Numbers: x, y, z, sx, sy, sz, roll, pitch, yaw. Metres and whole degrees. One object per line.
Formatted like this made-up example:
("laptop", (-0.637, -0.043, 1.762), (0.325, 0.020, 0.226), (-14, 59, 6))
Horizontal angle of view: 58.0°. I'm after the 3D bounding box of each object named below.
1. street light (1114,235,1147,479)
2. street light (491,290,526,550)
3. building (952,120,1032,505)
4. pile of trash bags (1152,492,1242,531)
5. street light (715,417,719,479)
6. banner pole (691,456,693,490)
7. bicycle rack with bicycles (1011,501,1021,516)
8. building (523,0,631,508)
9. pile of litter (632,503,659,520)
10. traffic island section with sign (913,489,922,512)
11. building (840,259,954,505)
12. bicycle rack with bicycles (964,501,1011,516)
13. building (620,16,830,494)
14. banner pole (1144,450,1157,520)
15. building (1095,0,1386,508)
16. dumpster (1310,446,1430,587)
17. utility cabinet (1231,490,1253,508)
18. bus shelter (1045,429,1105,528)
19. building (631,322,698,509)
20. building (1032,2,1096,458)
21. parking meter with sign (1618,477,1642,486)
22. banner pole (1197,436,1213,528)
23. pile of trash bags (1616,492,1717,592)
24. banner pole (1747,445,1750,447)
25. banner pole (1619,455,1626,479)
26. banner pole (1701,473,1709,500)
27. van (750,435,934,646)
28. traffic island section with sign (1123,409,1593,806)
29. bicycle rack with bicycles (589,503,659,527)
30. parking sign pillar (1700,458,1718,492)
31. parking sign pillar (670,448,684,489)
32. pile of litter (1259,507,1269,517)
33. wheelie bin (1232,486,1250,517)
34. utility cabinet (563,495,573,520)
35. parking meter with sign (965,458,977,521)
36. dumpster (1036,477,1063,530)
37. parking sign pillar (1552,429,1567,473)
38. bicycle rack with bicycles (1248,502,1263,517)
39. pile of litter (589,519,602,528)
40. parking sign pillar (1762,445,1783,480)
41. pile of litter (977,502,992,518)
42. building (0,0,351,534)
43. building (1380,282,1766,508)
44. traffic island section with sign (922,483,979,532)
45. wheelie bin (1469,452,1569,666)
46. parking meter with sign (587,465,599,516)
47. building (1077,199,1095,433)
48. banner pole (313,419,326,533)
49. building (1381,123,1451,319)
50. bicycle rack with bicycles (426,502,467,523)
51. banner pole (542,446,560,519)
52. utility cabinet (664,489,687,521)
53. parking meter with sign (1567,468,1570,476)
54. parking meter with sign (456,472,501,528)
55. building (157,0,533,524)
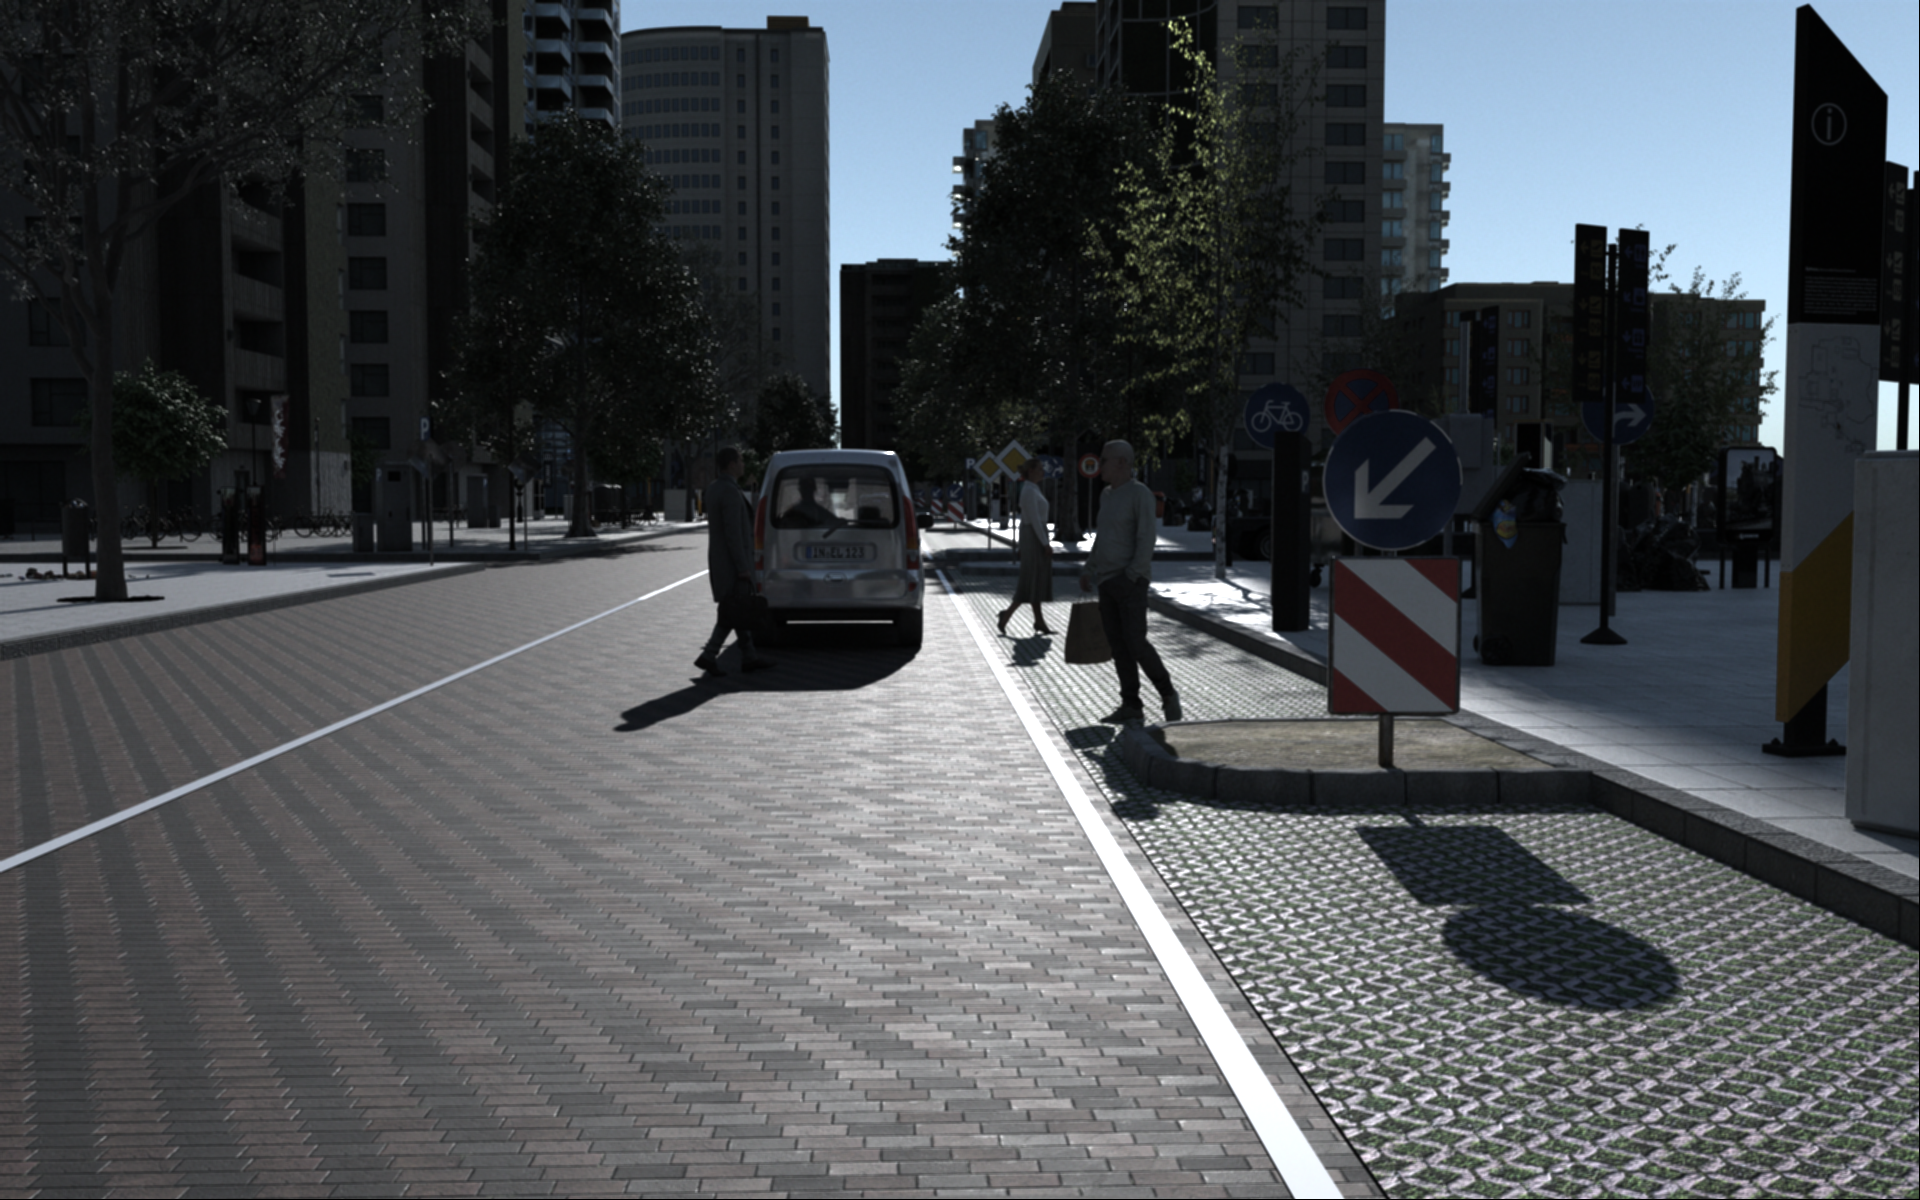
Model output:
("street light", (3.040, -3.561, 31.002), (0.468, 5.910, 1.993), (0, 4, -2))
("street light", (-10.226, -4.074, 39.393), (0.468, 5.910, 1.993), (0, 4, -2))
("building", (14.187, -36.761, 220.647), (30.456, 49.044, 23.786), (0, 4, -2))
("pile of trash bags", (8.222, -3.087, 60.229), (3.447, 1.369, 1.912), (1, 4, 19))
("street light", (-12.156, -6.949, 86.407), (0.468, 5.910, 1.993), (0, 4, -2))
("banner pole", (-17.330, -7.537, 113.243), (0.863, 3.779, 0.401), (-3, 4, -36))
("bicycle rack with bicycles", (5.076, -5.906, 109.937), (2.852, 0.926, 2.925), (1, 4, 14))
("building", (-36.130, -49.803, 126.958), (22.319, 86.520, 31.000), (0, 4, -2))
("pile of litter", (-15.402, -4.336, 84.852), (1.176, 0.858, 1.719), (-2, 4, -30))
("traffic island section with sign", (-1.378, -5.123, 92.384), (1.989, 1.847, 2.006), (0, 4, -2))
("building", (-7.892, -27.152, 215.628), (14.107, 30.474, 14.160), (0, 4, -2))
("bicycle rack with bicycles", (1.191, -5.605, 105.022), (2.925, 0.926, 2.852), (-1, 4, -10))
("building", (-30.504, -41.305, 217.329), (28.212, 58.520, 21.231), (0, 4, -2))
("banner pole", (9.344, -5.860, 85.836), (0.863, 3.779, 0.401), (1, 4, 22))
("building", (19.590, -42.474, 132.699), (20.563, 71.187, 20.611), (0, 4, -2))
("dumpster", (5.399, -1.253, 22.973), (1.502, 2.255, 1.985), (0, 4, -2))
("utility cabinet", (15.487, -5.296, 95.270), (1.173, 1.500, 0.318), (1, 4, 15))
("bus shelter", (4.361, -4.557, 65.788), (1.731, 3.624, 6.357), (0, 4, -2))
("building", (-40.946, -19.547, 164.635), (28.899, 21.520, 27.650), (0, 4, -2))
("building", (18.506, -33.350, 168.971), (21.300, 48.544, 21.600), (0, 4, -2))
("parking meter with sign", (33.858, -5.629, 88.300), (1.738, 3.016, 0.543), (2, 4, 29))
("banner pole", (9.247, -4.606, 65.320), (0.401, 3.779, 0.863), (-3, 5, -41))
("pile of trash bags", (9.149, -0.891, 24.319), (1.912, 1.369, 3.447), (0, 4, 6))
("banner pole", (40.616, -6.040, 88.767), (0.863, 3.779, 0.401), (0, 4, 3))
("banner pole", (37.385, -6.613, 98.146), (0.401, 3.779, 0.863), (-2, 4, -28))
("banner pole", (32.980, -5.302, 76.703), (0.863, 3.779, 0.401), (-3, 4, -38))
("van", (-1.247, -0.654, 17.701), (2.013, 2.044, 4.112), (0, 4, -3))
("traffic island section with sign", (1.886, -0.015, 8.867), (1.989, 1.847, 2.006), (0, 4, -2))
("bicycle rack with bicycles", (-13.510, -3.448, 69.756), (2.925, 0.926, 2.852), (-2, 4, -35))
("parking sign pillar", (42.884, -6.736, 98.613), (1.447, 3.967, 1.447), (-3, 4, -37))
("parking sign pillar", (-16.578, -6.921, 101.631), (1.447, 3.967, 1.447), (-2, 4, -27))
("pile of litter", (13.916, -3.847, 76.860), (1.719, 0.858, 1.176), (1, 4, 11))
("wheelie bin", (10.837, -3.605, 66.850), (0.693, 1.594, 0.980), (0, 4, 6))
("utility cabinet", (-18.862, -4.500, 84.733), (1.020, 1.237, 0.306), (-1, 4, -21))
("parking meter with sign", (0.572, -5.395, 84.474), (0.543, 3.016, 1.738), (0, 4, 4))
("dumpster", (3.082, -3.389, 61.173), (1.264, 1.857, 1.865), (0, 4, -2))
("parking sign pillar", (24.591, -5.119, 72.163), (1.447, 3.967, 1.447), (3, 5, 45))
("bicycle rack with bicycles", (13.812, -4.074, 79.999), (2.925, 0.926, 2.852), (-1, 4, -18))
("pile of litter", (-14.278, -3.224, 66.675), (1.176, 0.858, 1.719), (1, 4, 23))
("parking sign pillar", (44.515, -6.497, 94.700), (1.447, 3.967, 1.447), (1, 4, 16))
("pile of litter", (1.181, -4.808, 92.577), (1.719, 0.858, 1.176), (1, 4, 22))
("building", (-30.925, -17.685, 60.855), (14.160, 30.474, 14.107), (0, 4, -2))
("building", (56.573, -19.724, 167.528), (28.899, 21.520, 27.650), (0, 4, -2))
("traffic island section with sign", (-0.307, -3.454, 65.098), (1.989, 1.847, 2.006), (0, 4, -2))
("wheelie bin", (4.248, -0.322, 13.165), (0.693, 1.594, 0.980), (1, 4, 12))
("parking meter with sign", (-21.685, -6.495, 102.455), (0.543, 3.016, 1.738), (1, 4, 22))
("building", (16.538, -23.214, 151.244), (14.160, 30.474, 14.107), (0, 4, -2))
("banner pole", (-21.230, -4.110, 57.223), (0.401, 3.779, 0.863), (-1, 4, -14))
("building", (45.796, -36.845, 222.017), (30.456, 49.044, 23.786), (0, 4, -2))
("bicycle rack with bicycles", (-22.539, -3.956, 78.060), (2.852, 0.926, 2.925), (3, 5, 41))
("banner pole", (-21.089, -6.075, 89.348), (0.863, 3.779, 0.401), (-1, 4, -18))
("utility cabinet", (-13.374, -4.471, 81.781), (1.173, 1.500, 0.318), (-2, 4, -24))
("parking meter with sign", (39.391, -7.227, 114.416), (0.543, 3.016, 1.738), (-2, 4, -32))
("parking meter with sign", (-18.281, -4.240, 65.589), (1.738, 3.016, 0.543), (1, 4, 10))
("building", (-30.548, -19.389, 88.713), (14.160, 30.474, 14.107), (0, 4, -2))
